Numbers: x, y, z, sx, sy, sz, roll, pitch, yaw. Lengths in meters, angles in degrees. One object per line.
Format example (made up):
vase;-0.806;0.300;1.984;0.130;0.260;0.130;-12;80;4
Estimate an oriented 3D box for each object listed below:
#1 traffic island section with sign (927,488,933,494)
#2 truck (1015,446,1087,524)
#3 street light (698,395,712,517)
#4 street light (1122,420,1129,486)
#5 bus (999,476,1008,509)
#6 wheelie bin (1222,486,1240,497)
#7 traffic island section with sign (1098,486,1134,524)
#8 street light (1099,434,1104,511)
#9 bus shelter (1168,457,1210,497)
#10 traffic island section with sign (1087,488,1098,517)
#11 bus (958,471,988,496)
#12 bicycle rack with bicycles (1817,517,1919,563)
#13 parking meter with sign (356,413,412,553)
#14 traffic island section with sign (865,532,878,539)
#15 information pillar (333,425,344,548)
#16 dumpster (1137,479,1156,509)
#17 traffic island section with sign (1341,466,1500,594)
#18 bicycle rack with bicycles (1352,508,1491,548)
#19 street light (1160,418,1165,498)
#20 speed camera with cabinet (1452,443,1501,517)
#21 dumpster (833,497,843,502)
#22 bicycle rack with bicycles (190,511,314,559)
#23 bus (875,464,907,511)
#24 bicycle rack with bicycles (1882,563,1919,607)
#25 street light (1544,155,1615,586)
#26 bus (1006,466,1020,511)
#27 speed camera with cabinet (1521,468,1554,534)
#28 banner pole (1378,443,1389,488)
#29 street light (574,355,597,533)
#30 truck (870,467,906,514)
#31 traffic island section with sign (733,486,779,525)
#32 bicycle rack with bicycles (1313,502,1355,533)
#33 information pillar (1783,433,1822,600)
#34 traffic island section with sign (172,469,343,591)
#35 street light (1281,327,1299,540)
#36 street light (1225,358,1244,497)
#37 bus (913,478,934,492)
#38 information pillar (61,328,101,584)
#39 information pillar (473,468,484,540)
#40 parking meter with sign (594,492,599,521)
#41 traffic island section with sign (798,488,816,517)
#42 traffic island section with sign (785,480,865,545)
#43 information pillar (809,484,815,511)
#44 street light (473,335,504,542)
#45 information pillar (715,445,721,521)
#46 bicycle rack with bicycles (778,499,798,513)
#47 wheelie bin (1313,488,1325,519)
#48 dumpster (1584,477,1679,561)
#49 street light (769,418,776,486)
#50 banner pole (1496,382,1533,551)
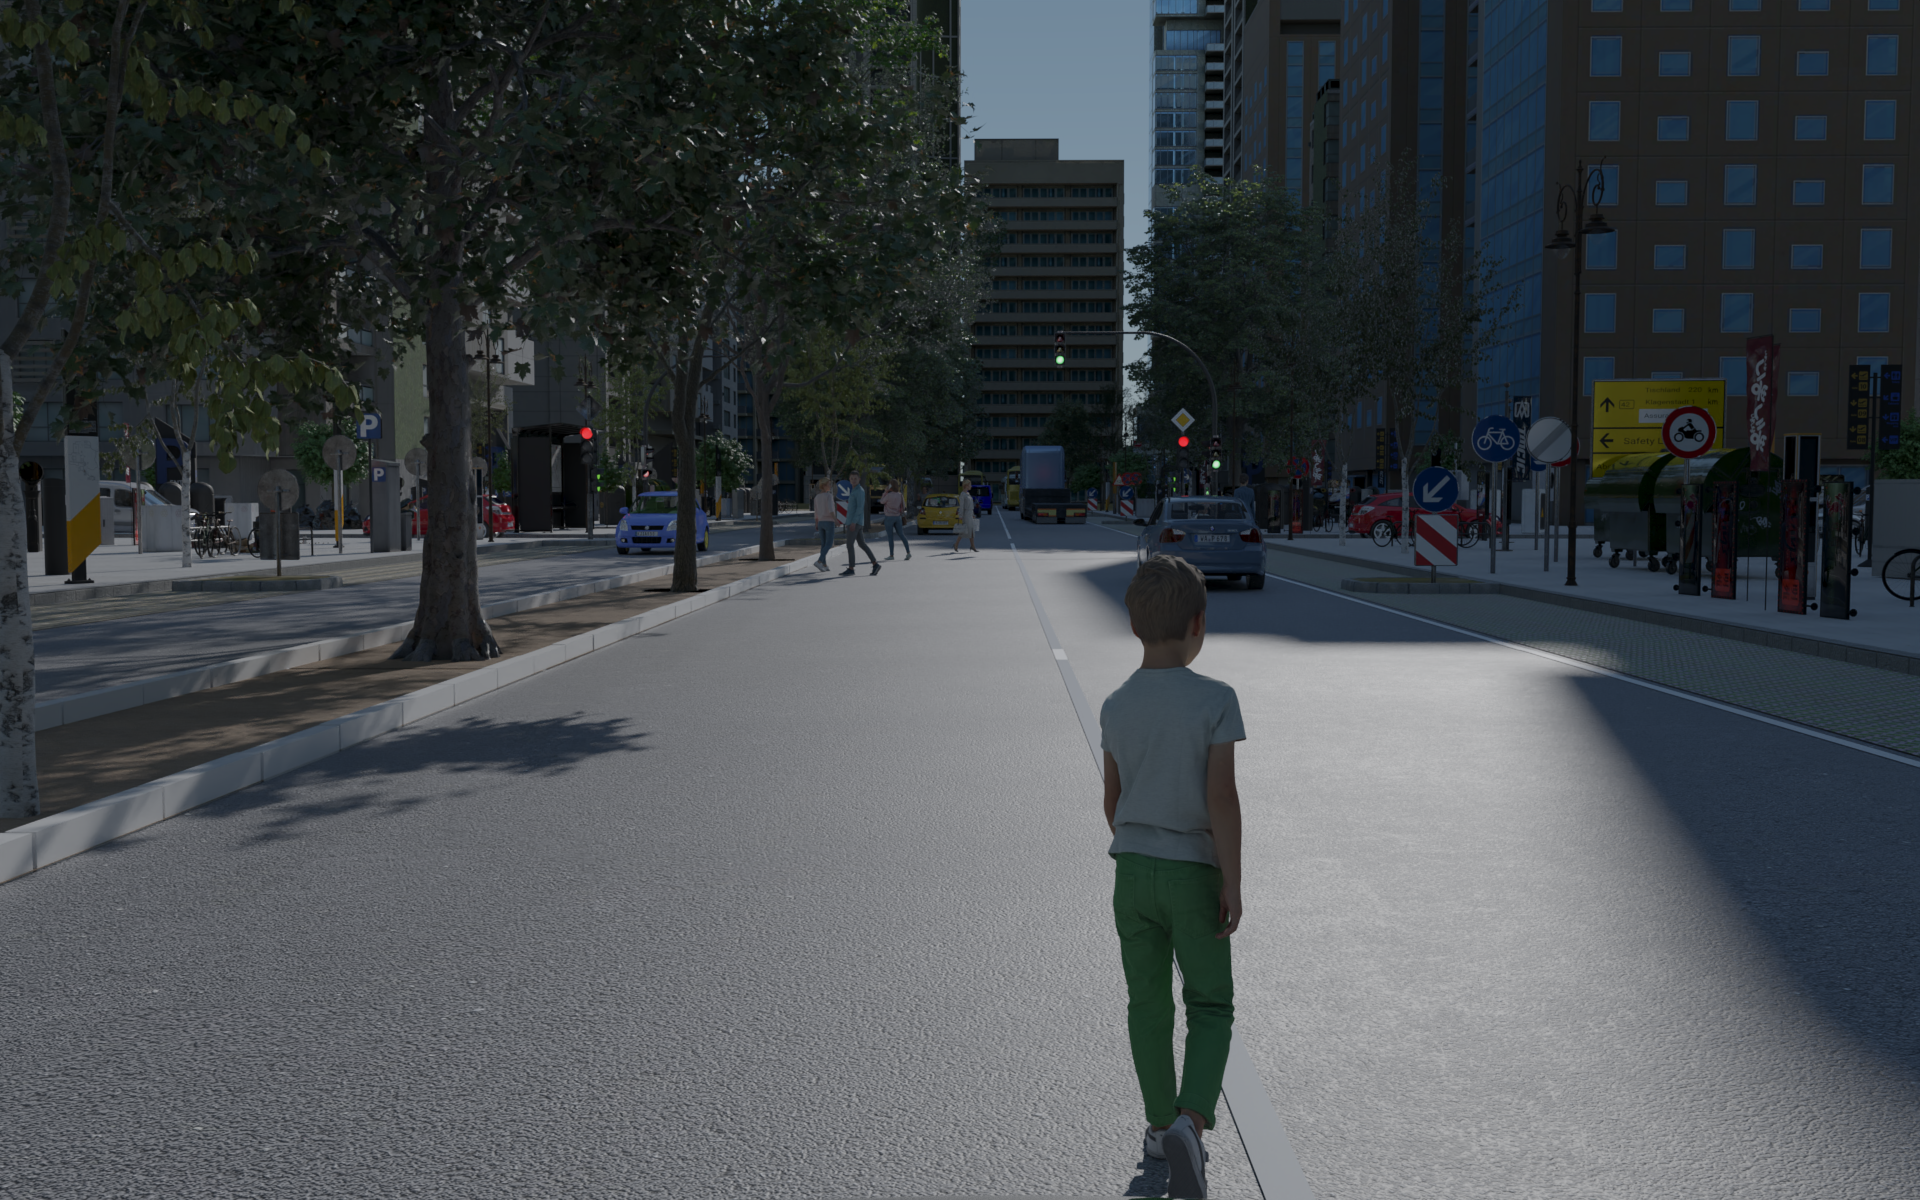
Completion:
traffic island section with sign;-2.383;-7.550;131.581;2.006;1.907;1.989;0;4;1
truck;4.707;-6.198;91.094;2.967;4.110;18.799;0;4;0
street light;-11.972;-6.638;81.325;0.468;5.910;1.993;0;4;1
street light;10.182;-8.180;106.537;0.468;5.910;1.993;0;4;1
bus;5.383;-10.509;166.685;2.948;3.499;13.247;0;4;0
wheelie bin;10.331;-3.532;65.658;0.980;1.594;0.693;0;4;-7
traffic island section with sign;7.737;-4.496;82.137;1.989;1.847;2.006;0;4;1
street light;10.617;-9.638;130.371;0.468;5.910;1.993;0;4;1
bus shelter;12.939;-6.322;97.286;2.014;3.302;5.546;0;4;1
traffic island section with sign;8.225;-6.179;109.651;1.989;1.847;2.006;0;4;1
bus;1.336;-11.630;181.692;2.896;3.916;12.252;0;4;3
bicycle rack with bicycles;18.186;-1.363;35.660;2.852;0.926;2.925;2;4;35
parking meter with sign;-12.674;-2.570;38.280;0.543;3.016;1.738;0;4;5
traffic island section with sign;-3.713;-2.955;56.454;2.006;1.907;1.989;0;4;1
information pillar;-14.862;-3.060;41.382;0.183;3.616;0.504;0;4;-6
dumpster;11.875;-6.546;109.523;1.502;2.255;1.985;0;4;1
traffic island section with sign;6.729;-1.039;25.611;1.989;1.847;2.006;0;4;1
bicycle rack with bicycles;11.379;-1.735;41.746;2.925;0.926;2.852;0;4;-4
street light;9.753;-6.723;82.703;0.468;5.910;1.993;0;4;1
speed camera with cabinet;19.745;-4.419;66.592;0.660;3.252;2.038;-3;5;-42
dumpster;-9.057;-6.904;121.090;1.865;1.857;1.264;0;4;2
bicycle rack with bicycles;-14.632;-1.335;35.204;2.852;0.926;2.925;0;4;7
bus;-5.756;-9.254;142.850;2.896;3.916;12.252;0;4;2
bicycle rack with bicycles;12.059;-0.393;19.801;2.852;0.926;2.925;-3;5;-40
street light;8.570;-3.139;24.108;0.468;5.910;1.993;0;4;1
bus;5.396;-9.766;151.224;2.896;3.916;12.252;0;4;2
speed camera with cabinet;18.917;-3.810;56.630;0.660;3.252;2.038;2;4;31
banner pole;20.592;-5.759;84.178;0.863;3.779;0.401;-2;4;-31
street light;-12.303;-5.154;57.060;0.468;5.910;1.993;0;4;1
truck;-5.478;-7.918;125.387;3.469;3.379;9.791;0;4;0
traffic island section with sign;-9.553;-4.458;81.509;1.989;1.847;2.006;0;4;1
bicycle rack with bicycles;13.273;-2.712;57.720;2.852;0.926;2.925;0;4;-6
information pillar;10.198;-1.011;21.024;0.304;2.012;0.304;0;4;-5
traffic island section with sign;-10.531;-1.078;26.260;1.989;1.847;2.006;0;4;1
street light;9.180;-4.596;47.939;0.468;5.910;1.993;0;4;1
street light;9.310;-5.265;58.868;0.468;5.910;1.993;0;4;1
bus;-4.385;-12.103;192.735;2.948;3.499;13.247;0;4;-1
information pillar;-12.580;-2.045;24.783;0.183;3.616;0.504;2;4;30
information pillar;-13.558;-2.688;48.448;0.304;2.012;0.304;1;4;23
parking meter with sign;-17.564;-5.256;82.195;0.543;3.016;1.738;3;5;44
traffic island section with sign;-9.058;-6.112;108.561;1.989;1.847;2.006;0;4;1
traffic island section with sign;-3.854;-2.502;49.048;2.006;1.907;1.989;0;4;1
information pillar;-10.926;-7.551;127.944;0.304;2.012;0.304;-2;4;-29
street light;-12.523;-4.483;46.080;0.468;5.910;1.993;0;4;1
information pillar;-11.467;-5.555;82.177;0.183;3.616;0.504;1;4;14
bicycle rack with bicycles;-13.439;-7.073;129.025;2.925;0.926;2.852;-2;4;-29
wheelie bin;17.260;-4.659;84.075;0.693;1.594;0.980;-3;4;-38
dumpster;13.352;-1.932;34.089;1.502;2.255;1.985;0;4;1
street light;-11.456;-8.113;105.438;0.468;5.910;1.993;0;4;1
banner pole;12.437;-2.986;38.830;0.863;3.779;0.401;-1;4;-14
